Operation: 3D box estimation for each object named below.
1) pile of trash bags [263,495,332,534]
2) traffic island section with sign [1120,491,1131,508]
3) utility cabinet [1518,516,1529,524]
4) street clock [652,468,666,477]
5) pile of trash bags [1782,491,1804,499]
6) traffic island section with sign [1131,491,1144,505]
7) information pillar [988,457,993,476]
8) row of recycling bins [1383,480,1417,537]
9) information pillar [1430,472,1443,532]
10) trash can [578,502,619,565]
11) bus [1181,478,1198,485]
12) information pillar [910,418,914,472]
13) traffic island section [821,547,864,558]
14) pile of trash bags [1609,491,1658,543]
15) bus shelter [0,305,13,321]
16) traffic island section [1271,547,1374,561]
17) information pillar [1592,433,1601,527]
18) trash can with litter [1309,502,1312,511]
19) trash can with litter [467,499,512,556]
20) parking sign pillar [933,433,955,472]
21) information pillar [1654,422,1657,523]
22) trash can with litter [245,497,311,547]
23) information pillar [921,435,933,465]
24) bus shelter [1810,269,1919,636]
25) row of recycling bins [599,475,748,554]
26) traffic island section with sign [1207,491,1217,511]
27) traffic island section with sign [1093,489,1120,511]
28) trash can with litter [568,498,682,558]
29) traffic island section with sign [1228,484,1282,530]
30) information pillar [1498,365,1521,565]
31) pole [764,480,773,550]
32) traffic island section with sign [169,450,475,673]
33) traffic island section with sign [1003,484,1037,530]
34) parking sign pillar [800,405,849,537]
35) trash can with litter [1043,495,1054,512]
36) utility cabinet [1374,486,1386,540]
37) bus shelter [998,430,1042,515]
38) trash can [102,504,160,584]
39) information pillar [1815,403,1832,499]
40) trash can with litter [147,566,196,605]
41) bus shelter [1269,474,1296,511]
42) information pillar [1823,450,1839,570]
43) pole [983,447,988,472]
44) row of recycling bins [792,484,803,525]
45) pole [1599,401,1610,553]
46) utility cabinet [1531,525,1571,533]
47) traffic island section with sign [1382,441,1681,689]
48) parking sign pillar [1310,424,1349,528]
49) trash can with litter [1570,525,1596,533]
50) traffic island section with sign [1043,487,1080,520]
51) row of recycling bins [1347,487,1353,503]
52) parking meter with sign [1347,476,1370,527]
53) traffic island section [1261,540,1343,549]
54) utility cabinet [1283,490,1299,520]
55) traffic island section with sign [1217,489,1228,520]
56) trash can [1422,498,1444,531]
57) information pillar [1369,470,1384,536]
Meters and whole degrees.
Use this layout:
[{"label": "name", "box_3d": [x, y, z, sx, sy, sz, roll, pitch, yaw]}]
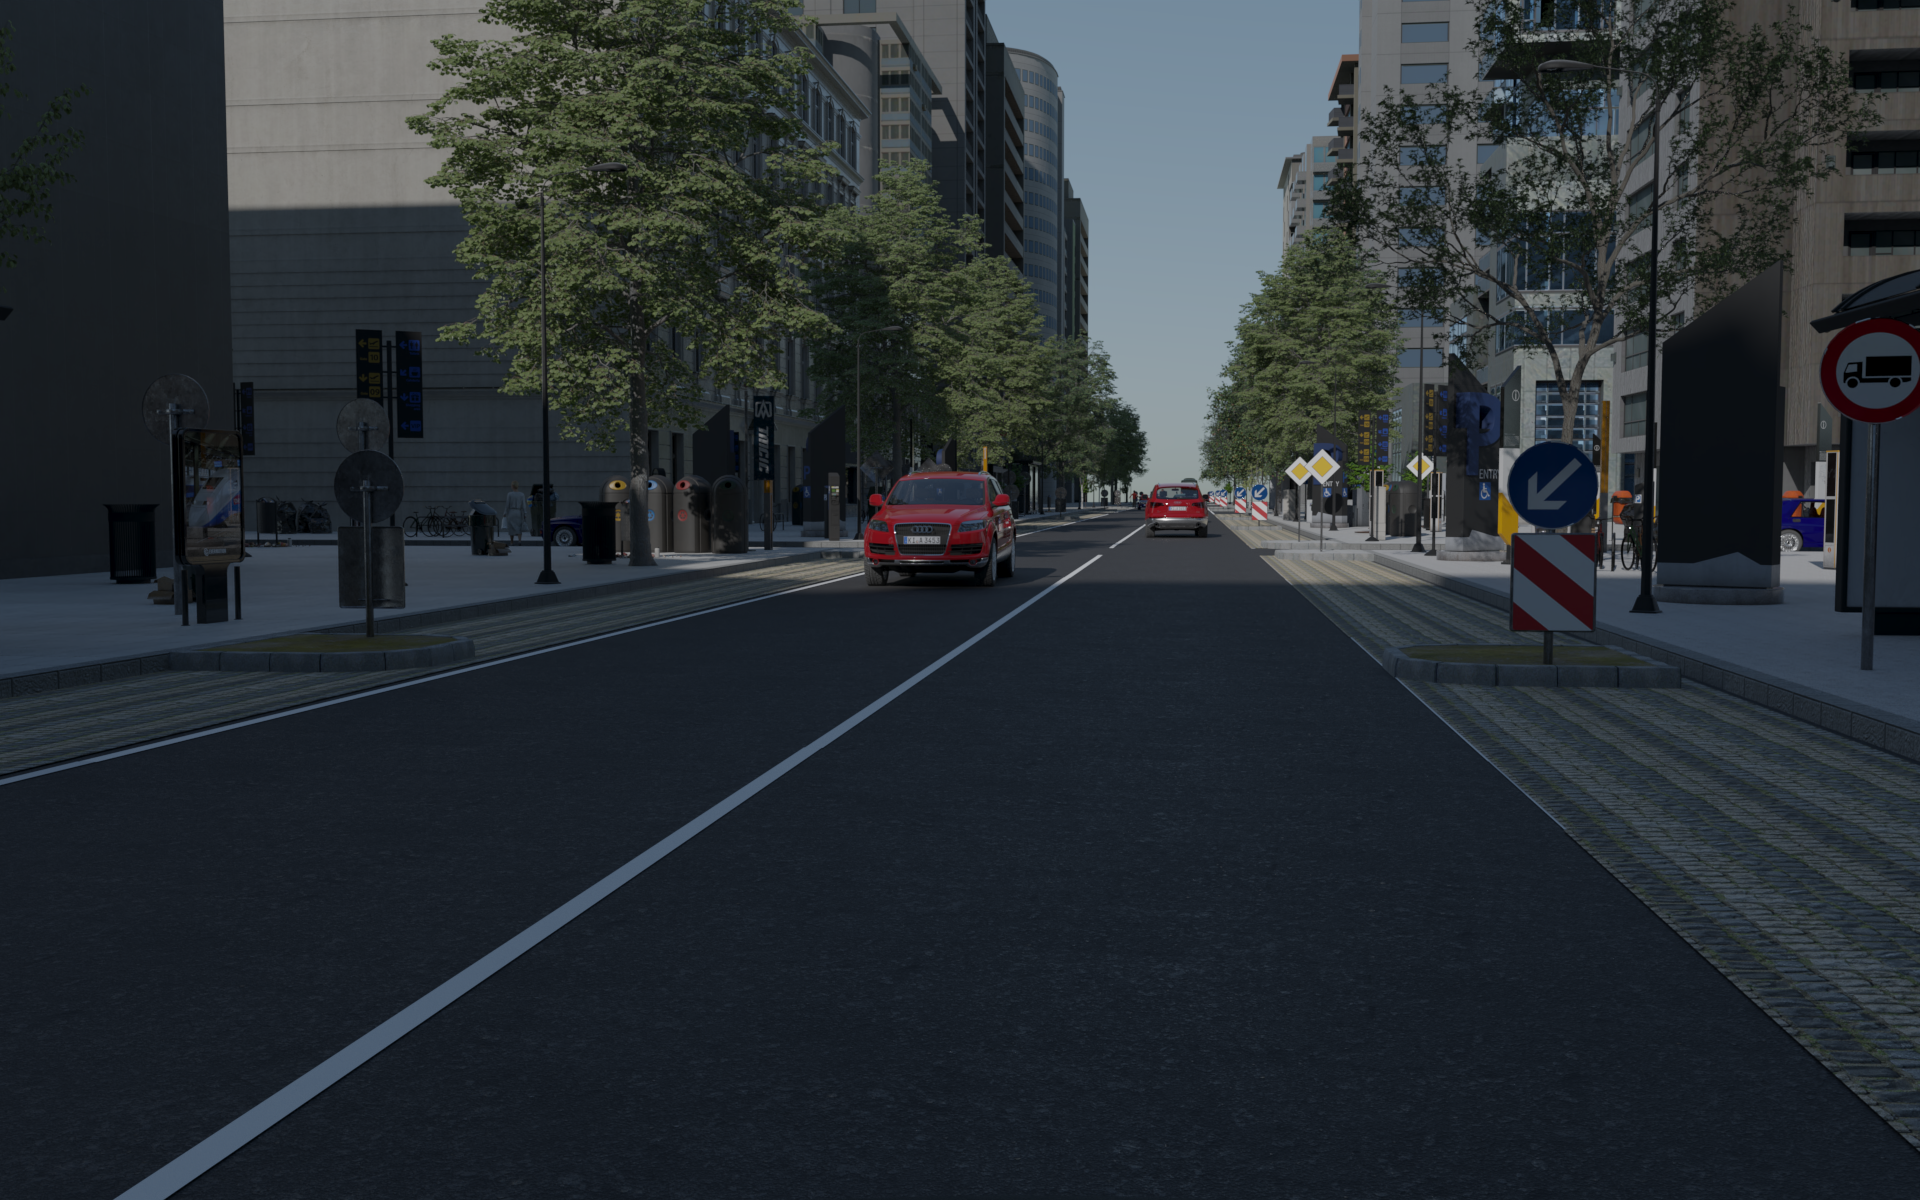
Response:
[{"label": "pile of trash bags", "box_3d": [-22.179, -2.830, 56.028, 3.447, 1.369, 1.912, -2, 4, -26]}, {"label": "traffic island section with sign", "box_3d": [15.853, -10.065, 173.193, 1.989, 1.847, 2.006, 0, 4, 8]}, {"label": "utility cabinet", "box_3d": [23.697, -3.922, 72.797, 1.173, 1.500, 0.318, -1, 4, -22]}, {"label": "street clock", "box_3d": [-8.333, -2.655, 47.984, 0.358, 2.002, 0.471, -2, 4, -33]}, {"label": "pile of trash bags", "box_3d": [23.204, -2.252, 46.566, 3.447, 1.369, 1.912, -2, 4, -34]}, {"label": "traffic island section with sign", "box_3d": [23.269, -13.467, 228.810, 1.989, 1.847, 2.006, 0, 4, 8]}, {"label": "information pillar", "box_3d": [1.636, -6.439, 96.632, 0.504, 3.616, 0.183, 0, 4, 6]}, {"label": "row of recycling bins", "box_3d": [13.683, -2.847, 53.669, 1.069, 1.692, 3.534, 0, 4, 7]}, {"label": "information pillar", "box_3d": [16.089, -3.303, 58.495, 0.304, 2.012, 0.304, 3, 4, 37]}, {"label": "trash can", "box_3d": [-6.611, -1.227, 31.722, 0.748, 1.137, 0.748, 0, 3, 0]}, {"label": "bus", "box_3d": [35.050, -16.703, 264.638, 2.896, 3.916, 12.252, 0, 4, 8]}, {"label": "information pillar", "box_3d": [-1.496, -3.820, 53.806, 0.183, 3.616, 0.504, 0, 4, 3]}, {"label": "traffic island section", "box_3d": [-1.942, -1.077, 39.886, 2.009, 0.180, 2.903, 0, 4, 8]}, {"label": "pile of trash bags", "box_3d": [18.456, -2.231, 46.226, 1.912, 1.369, 3.447, -1, 4, -13]}, {"label": "bus shelter", "box_3d": [-9.405, -1.117, 12.188, 2.014, 3.302, 5.546, 0, 4, 7]}, {"label": "traffic island section", "box_3d": [8.061, -0.995, 38.551, 2.009, 0.180, 2.903, 0, 4, 8]}, {"label": "information pillar", "box_3d": [24.594, -4.614, 66.801, 0.504, 3.616, 0.183, 0, 4, -8]}, {"label": "trash can with litter", "box_3d": [14.637, -3.566, 69.688, 1.055, 1.170, 0.624, 0, 4, -5]}, {"label": "trash can with litter", "box_3d": [-9.801, -1.519, 36.222, 1.055, 1.170, 0.624, 2, 4, 35]}, {"label": "parking sign pillar", "box_3d": [-0.599, -5.248, 74.272, 1.447, 3.967, 1.447, 1, 4, 21]}, {"label": "information pillar", "box_3d": [22.532, -3.983, 56.473, 0.183, 3.616, 0.504, -1, 4, -11]}, {"label": "trash can with litter", "box_3d": [-17.143, -1.901, 42.133, 2.233, 1.210, 1.678, 1, 4, 12]}, {"label": "information pillar", "box_3d": [-1.277, -4.562, 65.942, 0.504, 3.616, 0.183, 0, 4, -6]}, {"label": "bus shelter", "box_3d": [8.450, -1.175, 13.130, 2.014, 3.302, 5.546, 0, 4, 8]}, {"label": "row of recycling bins", "box_3d": [-6.285, -1.886, 37.947, 3.534, 1.692, 1.069, 1, 4, 17]}, {"label": "traffic island section with sign", "box_3d": [21.991, -8.363, 145.358, 1.989, 1.847, 2.006, 0, 4, 8]}, {"label": "traffic island section with sign", "box_3d": [12.290, -8.431, 146.474, 1.989, 1.847, 2.006, 0, 4, 8]}, {"label": "trash can with litter", "box_3d": [-6.902, -1.471, 35.109, 2.233, 1.210, 1.678, 2, 4, 27]}, {"label": "traffic island section with sign", "box_3d": [11.827, -3.705, 69.209, 1.989, 1.847, 2.006, 0, 4, 8]}, {"label": "information pillar", "box_3d": [9.979, -2.451, 31.425, 0.504, 3.616, 0.183, -2, 4, -35]}, {"label": "pole", "box_3d": [-4.384, -2.796, 39.561, 0.158, 3.312, 0.155, 0, 3, 0]}, {"label": "traffic island section with sign", "box_3d": [-5.289, -0.377, 14.786, 1.989, 1.847, 2.006, 0, 4, 8]}, {"label": "traffic island section with sign", "box_3d": [2.097, -3.763, 70.148, 1.989, 1.847, 2.006, 0, 4, 8]}, {"label": "parking sign pillar", "box_3d": [-4.065, -3.879, 51.890, 1.447, 3.967, 1.447, -3, 5, -41]}, {"label": "trash can with litter", "box_3d": [6.387, -6.751, 121.430, 1.678, 1.210, 2.233, 1, 4, 8]}, {"label": "utility cabinet", "box_3d": [11.714, -2.422, 48.277, 0.318, 1.500, 1.173, 1, 4, 13]}, {"label": "bus shelter", "box_3d": [3.613, -7.953, 107.662, 2.179, 5.291, 8.768, 0, 4, 7]}, {"label": "trash can", "box_3d": [-11.875, -0.807, 24.852, 0.748, 1.137, 0.748, 0, 3, 0]}, {"label": "information pillar", "box_3d": [22.237, -3.259, 44.635, 0.504, 3.616, 0.183, -2, 4, -26]}, {"label": "trash can with litter", "box_3d": [-9.057, -0.556, 20.473, 0.624, 1.170, 1.055, 1, 4, 14]}, {"label": "bus shelter", "box_3d": [21.878, -7.558, 117.497, 2.014, 3.302, 5.546, 0, 4, 8]}, {"label": "information pillar", "box_3d": [14.873, -1.519, 29.330, 0.304, 2.012, 0.304, -1, 4, -9]}, {"label": "pole", "box_3d": [1.101, -4.945, 74.687, 0.158, 3.312, 0.155, 0, 3, 0]}, {"label": "row of recycling bins", "box_3d": [-6.065, -3.887, 70.671, 1.069, 1.692, 3.534, -1, 4, -19]}, {"label": "pole", "box_3d": [14.090, -2.693, 37.877, 0.158, 3.312, 0.155, 0, 3, 0]}, {"label": "utility cabinet", "box_3d": [16.281, -2.236, 47.718, 1.020, 1.237, 0.306, 1, 4, 23]}, {"label": "traffic island section with sign", "box_3d": [4.426, -0.312, 13.733, 1.989, 1.847, 2.006, 0, 4, 8]}, {"label": "parking sign pillar", "box_3d": [14.078, -4.735, 65.896, 1.447, 3.967, 1.447, 3, 5, 43]}, {"label": "trash can with litter", "box_3d": [18.118, -2.394, 50.537, 1.055, 1.170, 0.624, 0, 4, 2]}, {"label": "traffic island section with sign", "box_3d": [5.697, -5.410, 97.085, 1.989, 1.847, 2.006, 0, 4, 8]}, {"label": "row of recycling bins", "box_3d": [20.332, -5.009, 89.010, 3.534, 1.692, 1.069, 3, 4, 37]}, {"label": "parking meter with sign", "box_3d": [15.691, -4.379, 67.863, 0.543, 3.016, 1.738, 3, 5, 42]}, {"label": "traffic island section", "box_3d": [9.117, -1.479, 46.466, 2.009, 0.180, 2.903, 0, 4, 8]}, {"label": "utility cabinet", "box_3d": [16.185, -4.649, 84.693, 0.318, 1.500, 1.173, 3, 4, 36]}, {"label": "traffic island section with sign", "box_3d": [15.398, -5.339, 95.928, 1.989, 1.847, 2.006, 0, 4, 8]}, {"label": "trash can", "box_3d": [16.653, -3.021, 61.045, 0.748, 1.137, 0.748, 0, 3, 0]}, {"label": "information pillar", "box_3d": [12.689, -2.953, 52.780, 0.304, 2.012, 0.304, -1, 4, -15]}]
